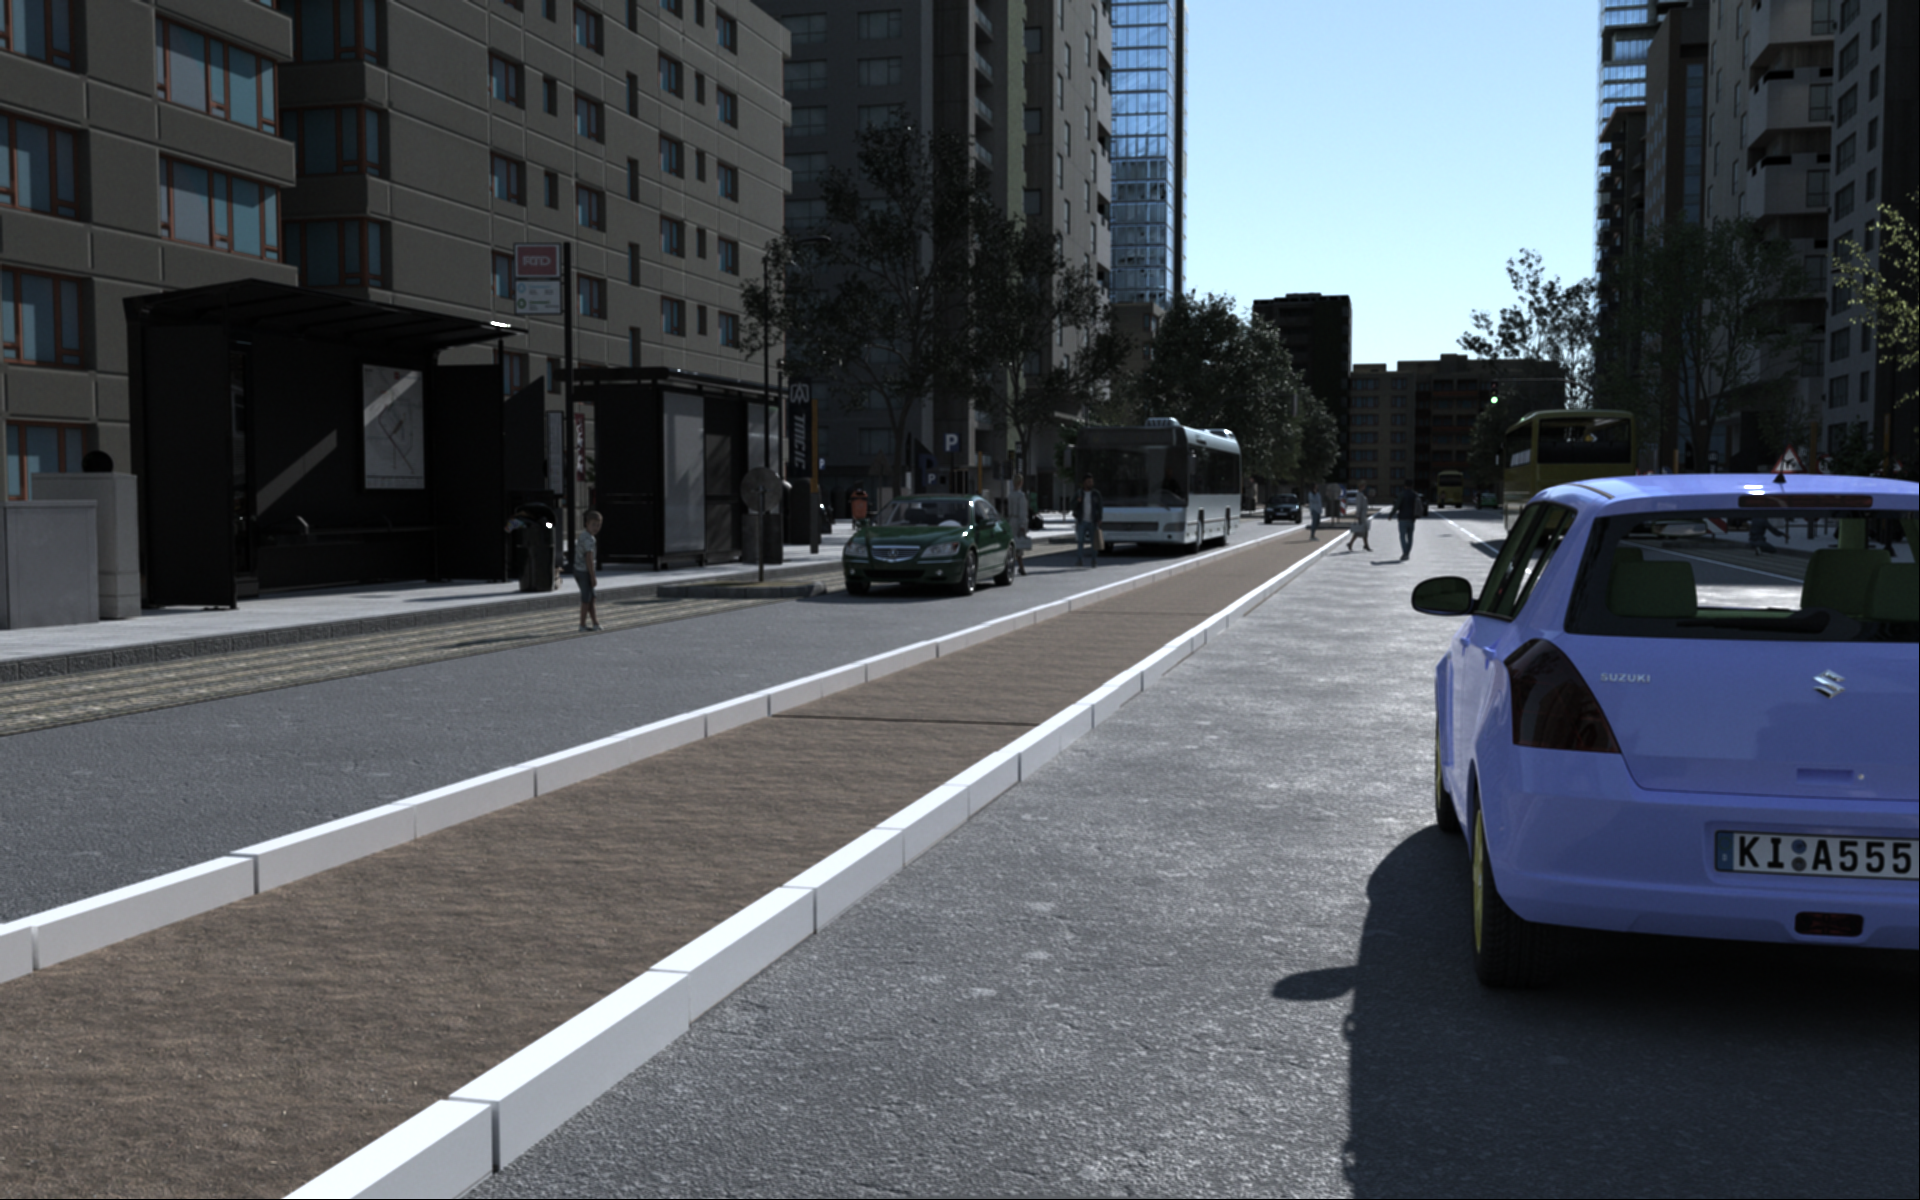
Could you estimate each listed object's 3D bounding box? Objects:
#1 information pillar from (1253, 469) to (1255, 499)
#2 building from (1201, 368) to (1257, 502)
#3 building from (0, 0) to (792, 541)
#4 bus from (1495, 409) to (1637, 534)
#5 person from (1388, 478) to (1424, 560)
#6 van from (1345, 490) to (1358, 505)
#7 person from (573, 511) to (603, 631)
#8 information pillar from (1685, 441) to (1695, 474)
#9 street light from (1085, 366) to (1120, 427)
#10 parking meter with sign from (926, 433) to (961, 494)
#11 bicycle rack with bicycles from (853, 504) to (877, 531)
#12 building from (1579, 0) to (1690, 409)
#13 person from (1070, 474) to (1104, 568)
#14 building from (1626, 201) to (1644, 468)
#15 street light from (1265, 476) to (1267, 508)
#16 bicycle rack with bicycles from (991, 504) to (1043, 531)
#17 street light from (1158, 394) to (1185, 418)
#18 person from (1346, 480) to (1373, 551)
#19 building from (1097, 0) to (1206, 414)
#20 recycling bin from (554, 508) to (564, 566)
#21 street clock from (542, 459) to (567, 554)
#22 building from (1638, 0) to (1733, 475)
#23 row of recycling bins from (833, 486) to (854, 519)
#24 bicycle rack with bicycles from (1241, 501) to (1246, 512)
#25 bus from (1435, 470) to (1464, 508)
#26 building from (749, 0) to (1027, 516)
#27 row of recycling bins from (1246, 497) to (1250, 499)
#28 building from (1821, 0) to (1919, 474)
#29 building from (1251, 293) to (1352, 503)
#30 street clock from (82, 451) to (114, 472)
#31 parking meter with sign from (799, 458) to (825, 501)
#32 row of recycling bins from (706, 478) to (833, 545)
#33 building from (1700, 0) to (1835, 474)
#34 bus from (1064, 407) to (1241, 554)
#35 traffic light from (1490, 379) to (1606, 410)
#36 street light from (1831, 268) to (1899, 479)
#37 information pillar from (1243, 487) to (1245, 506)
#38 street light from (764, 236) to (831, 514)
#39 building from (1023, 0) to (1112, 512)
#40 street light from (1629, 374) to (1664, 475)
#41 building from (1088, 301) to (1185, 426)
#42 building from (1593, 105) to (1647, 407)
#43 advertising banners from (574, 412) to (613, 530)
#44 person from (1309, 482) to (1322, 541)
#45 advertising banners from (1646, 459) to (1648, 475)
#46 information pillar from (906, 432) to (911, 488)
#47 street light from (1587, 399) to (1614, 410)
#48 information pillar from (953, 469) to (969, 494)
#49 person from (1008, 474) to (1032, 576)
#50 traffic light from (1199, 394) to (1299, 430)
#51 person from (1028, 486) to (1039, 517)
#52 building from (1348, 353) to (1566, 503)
[{"bbox_3d":[21.883,-8.413,128.903,0.183,3.616,0.504,1,4,10],"label":"information pillar"},{"bbox_3d":[30.235,-25.680,264.908,28.899,21.520,27.650,1,4,14],"label":"building"},{"bbox_3d":[-23.757,-12.862,55.333,28.899,21.520,27.650,1,4,14],"label":"building"},{"bbox_3d":[17.214,-3.556,49.689,2.896,3.916,12.252,1,4,14],"label":"bus"},{"bbox_3d":[9.787,-1.776,37.891,0.623,1.781,0.721,-2,4,-25],"label":"person"},{"bbox_3d":[41.952,-10.900,185.218,2.013,2.044,4.112,1,4,14],"label":"van"},{"bbox_3d":[-3.866,-0.298,18.052,0.352,1.250,0.332,1,4,17],"label":"person"},{"bbox_3d":[32.274,-5.213,76.588,0.504,3.616,0.183,1,4,13],"label":"information pillar"},{"bbox_3d":[5.132,-5.538,63.093,1.470,5.913,1.316,1,4,14],"label":"street light"},{"bbox_3d":[-0.644,-3.205,48.664,0.543,3.016,1.738,2,4,31],"label":"parking meter with sign"},{"bbox_3d":[-2.758,-2.946,61.551,2.852,0.926,2.925,3,5,39],"label":"bicycle rack with bicycles"},{"bbox_3d":[101.132,-56.817,241.625,31.000,86.520,22.319,1,4,14],"label":"building"},{"bbox_3d":[2.503,-1.522,33.367,0.794,1.824,0.713,1,4,22],"label":"person"},{"bbox_3d":[73.036,-24.430,171.129,14.160,30.474,14.107,1,4,14],"label":"building"},{"bbox_3d":[26.083,-10.504,144.281,1.470,5.913,1.316,1,4,14],"label":"street light"},{"bbox_3d":[1.453,-2.878,60.440,2.925,0.926,2.852,0,4,1],"label":"bicycle rack with bicycles"},{"bbox_3d":[9.782,-6.620,80.770,1.470,5.913,1.316,1,4,14],"label":"street light"},{"bbox_3d":[10.017,-2.113,43.393,0.624,1.780,0.694,2,4,28],"label":"person"},{"bbox_3d":[15.237,-54.913,210.490,31.000,86.520,22.319,1,4,14],"label":"building"},{"bbox_3d":[-7.509,-1.108,30.663,0.722,1.027,0.722,1,4,18],"label":"recycling bin"},{"bbox_3d":[-7.711,-1.746,33.117,0.471,2.002,0.358,1,4,18],"label":"street clock"},{"bbox_3d":[69.990,-30.973,156.519,14.600,45.320,14.200,1,4,14],"label":"building"},{"bbox_3d":[-6.662,-4.989,88.686,3.534,1.692,1.069,-2,4,-24],"label":"row of recycling bins"},{"bbox_3d":[19.816,-6.857,125.488,2.852,0.926,2.925,-3,5,-40],"label":"bicycle rack with bicycles"},{"bbox_3d":[50.936,-11.532,180.090,2.896,3.916,12.252,1,4,15],"label":"bus"},{"bbox_3d":[-4.422,-25.592,102.022,14.154,41.232,14.086,1,4,14],"label":"building"},{"bbox_3d":[23.957,-8.654,148.610,1.069,1.692,3.534,-1,4,-10],"label":"row of recycling bins"},{"bbox_3d":[52.972,-19.316,87.511,14.107,30.474,14.160,1,4,14],"label":"building"},{"bbox_3d":[49.729,-29.391,252.247,14.107,30.474,14.160,1,4,14],"label":"building"},{"bbox_3d":[-14.382,-1.491,28.949,0.471,2.002,0.358,-1,4,-21],"label":"street clock"},{"bbox_3d":[-7.476,-5.412,84.743,1.738,3.016,0.543,2,4,29],"label":"parking meter with sign"},{"bbox_3d":[-5.072,-2.317,44.993,3.534,1.692,1.069,2,4,35],"label":"row of recycling bins"},{"bbox_3d":[67.413,-32.347,118.112,28.713,52.752,27.495,1,4,14],"label":"building"},{"bbox_3d":[5.266,-3.034,44.468,2.948,3.499,13.247,1,4,15],"label":"bus"},{"bbox_3d":[23.335,-5.727,68.297,4.771,5.953,1.251,1,4,14],"label":"traffic light"},{"bbox_3d":[18.533,-3.852,35.517,1.470,5.913,1.316,1,4,14],"label":"street light"},{"bbox_3d":[23.718,-8.615,145.348,0.304,2.012,0.304,-2,4,-29],"label":"information pillar"},{"bbox_3d":[-3.009,-3.604,31.468,1.470,5.913,1.316,1,4,14],"label":"street light"},{"bbox_3d":[-3.458,-33.234,132.616,28.713,52.752,27.495,1,4,14],"label":"building"},{"bbox_3d":[26.616,-5.786,67.135,1.470,5.913,1.316,1,4,14],"label":"street light"},{"bbox_3d":[7.573,-20.084,173.418,27.650,21.520,28.899,1,4,14],"label":"building"},{"bbox_3d":[82.365,-32.807,191.023,22.147,44.769,28.867,1,4,14],"label":"building"},{"bbox_3d":[-8.024,-2.560,38.040,0.090,3.025,2.074,1,4,12],"label":"advertising banners"},{"bbox_3d":[10.865,-2.710,53.071,0.793,1.790,0.793,0,4,0],"label":"person"},{"bbox_3d":[34.311,-5.515,86.361,0.090,3.025,2.074,2,4,28],"label":"advertising banners"},{"bbox_3d":[-1.946,-4.535,65.505,0.183,3.616,0.504,-1,4,-15],"label":"information pillar"},{"bbox_3d":[31.228,-6.844,84.441,1.470,5.913,1.316,1,4,14],"label":"street light"},{"bbox_3d":[0.059,-2.898,51.871,0.304,2.012,0.304,2,4,27],"label":"information pillar"},{"bbox_3d":[0.960,-1.307,30.222,0.624,1.780,0.694,-1,4,-22],"label":"person"},{"bbox_3d":[13.044,-6.403,79.353,4.771,5.953,1.251,1,4,14],"label":"traffic light"},{"bbox_3d":[3.260,-4.226,77.848,0.600,1.795,0.529,-1,4,-19],"label":"person"},{"bbox_3d":[72.468,-25.049,254.591,28.899,21.520,27.650,1,4,14],"label":"building"}]
